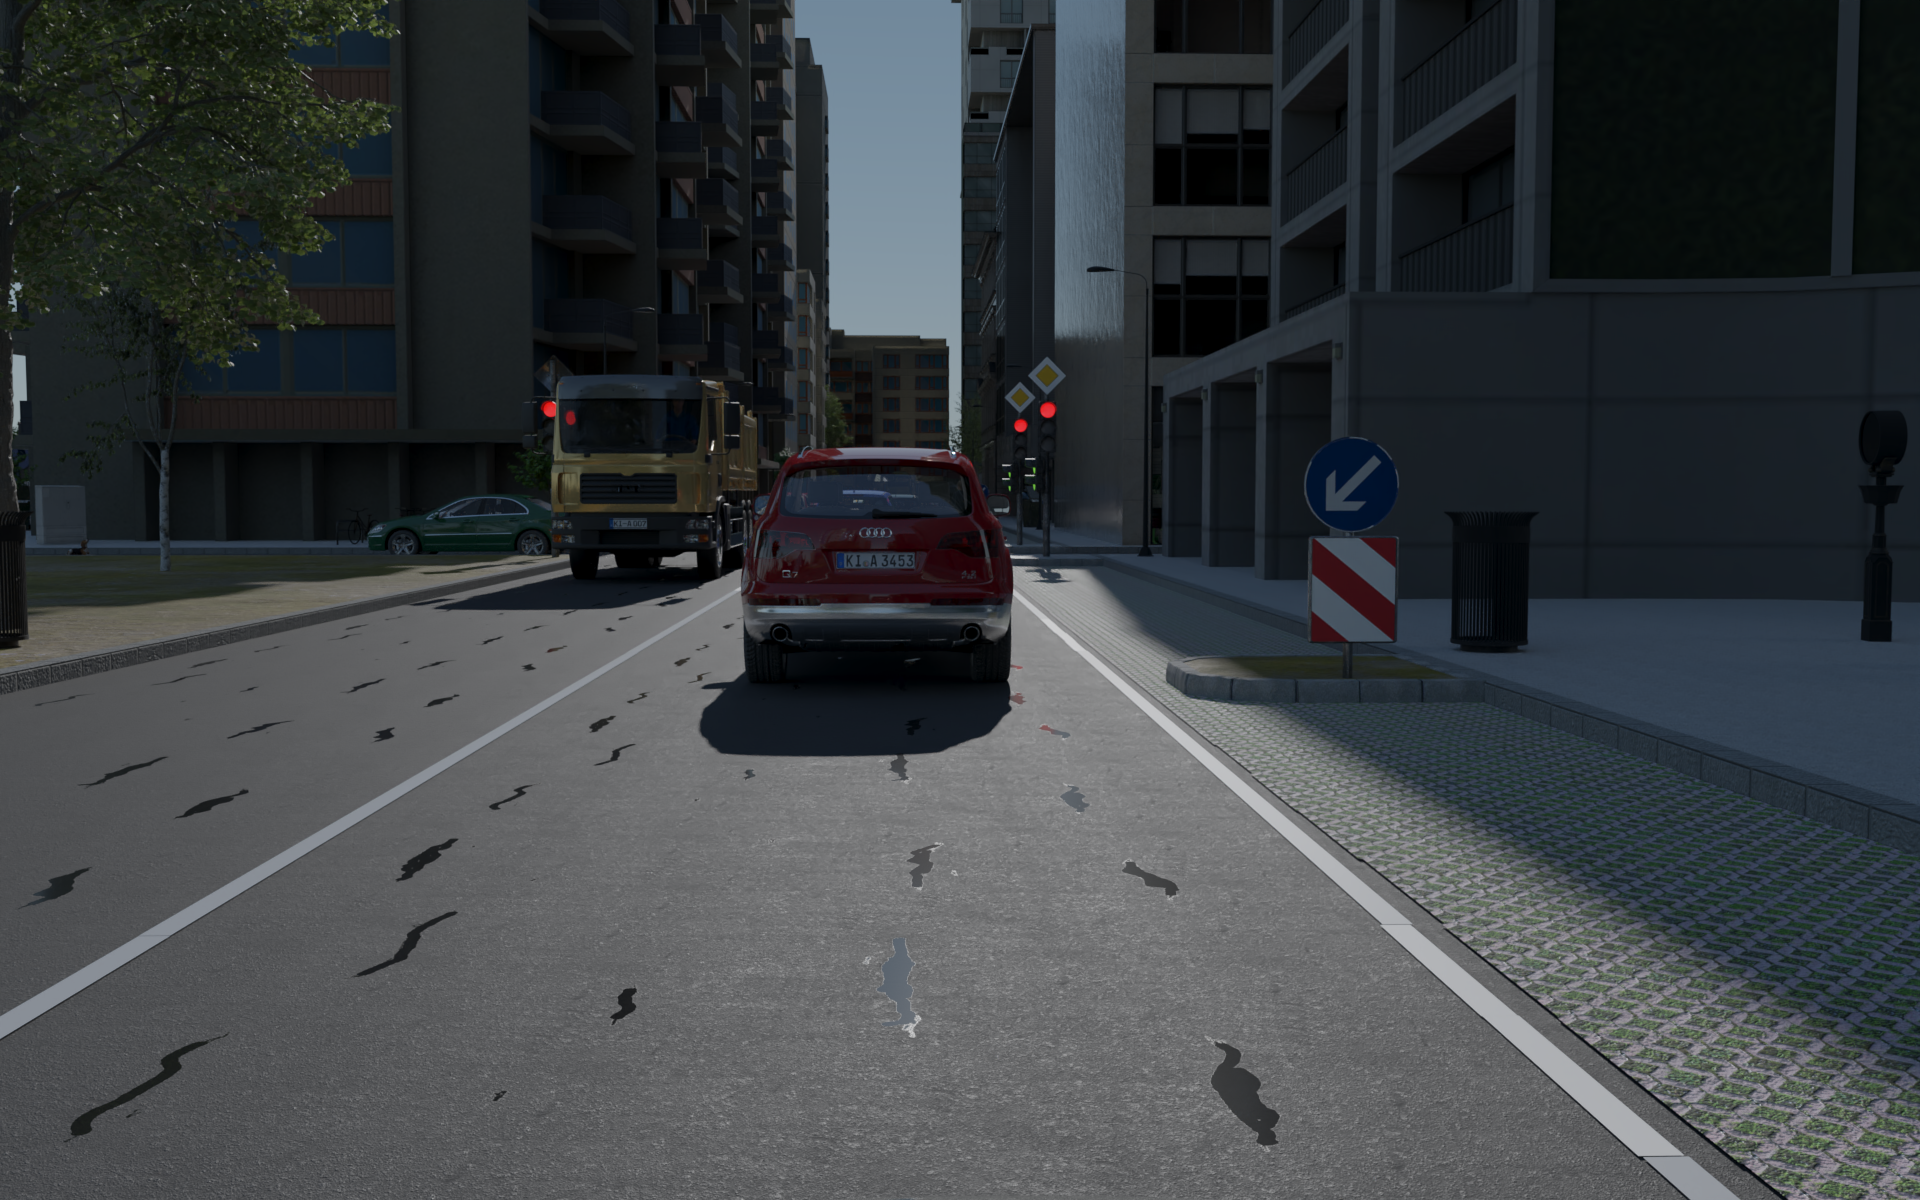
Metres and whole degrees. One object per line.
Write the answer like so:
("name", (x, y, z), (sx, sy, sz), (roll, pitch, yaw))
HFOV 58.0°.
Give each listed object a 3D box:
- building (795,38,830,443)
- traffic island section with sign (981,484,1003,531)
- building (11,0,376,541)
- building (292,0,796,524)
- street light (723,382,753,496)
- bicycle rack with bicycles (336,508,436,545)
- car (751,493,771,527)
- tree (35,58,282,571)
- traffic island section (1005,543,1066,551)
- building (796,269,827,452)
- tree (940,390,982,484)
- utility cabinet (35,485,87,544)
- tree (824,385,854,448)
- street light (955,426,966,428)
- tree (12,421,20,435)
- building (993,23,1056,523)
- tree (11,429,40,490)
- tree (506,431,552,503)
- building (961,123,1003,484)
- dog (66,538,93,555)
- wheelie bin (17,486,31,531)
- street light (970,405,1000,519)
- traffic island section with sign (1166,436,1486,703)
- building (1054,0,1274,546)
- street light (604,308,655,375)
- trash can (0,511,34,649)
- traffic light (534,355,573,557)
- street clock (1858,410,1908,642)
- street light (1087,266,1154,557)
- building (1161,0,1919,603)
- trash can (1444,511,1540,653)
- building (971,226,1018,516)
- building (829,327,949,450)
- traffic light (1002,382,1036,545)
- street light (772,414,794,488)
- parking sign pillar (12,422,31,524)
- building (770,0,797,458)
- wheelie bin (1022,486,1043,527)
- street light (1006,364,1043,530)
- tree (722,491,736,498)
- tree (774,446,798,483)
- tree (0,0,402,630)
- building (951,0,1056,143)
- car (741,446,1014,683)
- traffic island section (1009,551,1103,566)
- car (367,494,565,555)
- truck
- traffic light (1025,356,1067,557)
("building", (-24.709, -34.139, 181.874), (21.600, 48.544, 21.300), (0, 4, -2))
("traffic island section with sign", (0.673, -3.655, 68.395), (1.989, 1.847, 2.006), (0, 4, -2))
("building", (-19.261, -24.735, 59.043), (22.147, 44.769, 28.867), (0, 4, -2))
("building", (-20.789, -27.028, 96.526), (22.147, 44.769, 28.867), (0, 4, -2))
("street light", (-9.308, -6.092, 72.151), (1.470, 5.913, 1.316), (0, 4, -2))
("bicycle rack with bicycles", (-14.655, -1.911, 44.632), (2.852, 0.926, 2.925), (0, 4, 2))
("car", (-5.542, -2.802, 54.846), (2.155, 1.783, 4.494), (0, 4, 0))
("tree", (-13.391, -4.805, 28.932), (4.360, 8.622, 3.978), (0, 3, 0))
("traffic island section", (1.521, -1.299, 43.526), (2.009, 0.180, 2.903), (0, 4, -2))
("building", (-25.830, -18.479, 147.178), (27.650, 21.520, 28.899), (0, 4, -2))
("tree", (1.634, -10.792, 126.808), (4.737, 8.622, 4.395), (0, 3, 0))
("utility cabinet", (-22.848, -2.162, 44.034), (0.318, 1.500, 1.173), (2, 4, 28))
("tree", (-13.959, -15.267, 167.740), (7.486, 12.596, 7.792), (0, 3, 0))
("street light", (0.365, -8.926, 118.480), (1.470, 5.913, 1.316), (0, 4, -2))
("tree", (-40.784, -5.608, 75.410), (4.285, 4.588, 4.351), (0, 3, 0))
("building", (9.515, -16.234, 84.488), (14.314, 24.678, 30.058), (0, 4, -2))
("tree", (-24.353, -2.991, 43.508), (1.663, 3.219, 1.824), (0, 3, 0))
("tree", (-9.948, -2.895, 41.935), (1.663, 3.219, 1.824), (0, 3, 0))
("building", (7.039, -22.410, 138.111), (14.160, 30.474, 14.107), (0, 4, -2))
("dog", (-20.338, -1.214, 40.045), (0.550, 0.427, 0.748), (-3, 5, -43))
("wheelie bin", (-32.958, -3.222, 60.587), (0.980, 1.594, 0.693), (-3, 5, -43))
("street light", (1.344, -7.203, 90.311), (1.470, 5.913, 1.316), (0, 4, -2))
("traffic island section with sign", (2.576, -0.252, 12.746), (1.989, 1.847, 2.006), (0, 4, -2))
("building", (20.706, -15.167, 52.494), (34.151, 26.468, 19.350), (0, 4, -2))
("street light", (-8.298, -4.326, 43.275), (1.470, 5.913, 1.316), (0, 4, -2))
("trash can", (-8.145, -0.173, 14.479), (0.748, 1.137, 0.748), (0, 3, 0))
("traffic light", (-8.201, -2.823, 35.074), (0.839, 4.253, 0.868), (0, 4, -2))
("street clock", (7.999, -0.642, 15.061), (0.358, 2.002, 0.471), (0, 4, 6))
("street light", (3.278, -3.849, 35.469), (1.470, 5.913, 1.316), (0, 4, -2))
("building", (14.740, -35.815, 23.821), (20.563, 71.187, 20.611), (0, 4, -2))
("trash can", (4.335, -0.153, 14.163), (0.748, 1.137, 0.748), (0, 3, 0))
("building", (6.380, -14.958, 109.191), (10.561, 19.102, 19.286), (0, 4, -2))
("building", (-16.151, -22.659, 215.507), (28.899, 21.520, 27.650), (0, 4, -2))
("traffic light", (1.480, -3.333, 43.410), (0.839, 4.253, 0.868), (0, 4, -2))
("street light", (-10.315, -7.834, 100.625), (1.470, 5.913, 1.316), (0, 4, -2))
("parking sign pillar", (-34.477, -4.630, 64.165), (1.447, 3.967, 1.447), (2, 4, 27))
("building", (-19.173, -29.042, 124.954), (14.600, 45.320, 14.200), (0, 4, -2))
("wheelie bin", (2.745, -3.593, 66.657), (0.980, 1.594, 0.693), (-2, 4, -32))
("street light", (2.346, -5.481, 62.151), (1.470, 5.913, 1.316), (0, 4, -2))
("tree", (-10.646, -5.230, 80.109), (1.663, 3.219, 1.824), (0, 3, 0))
("tree", (-11.777, -8.146, 116.902), (4.285, 4.588, 4.351), (0, 3, 0))
("tree", (-8.930, -6.017, 16.502), (7.486, 12.596, 7.792), (0, 3, 0))
("building", (13.936, -34.857, 159.151), (28.713, 52.752, 27.495), (0, 4, -2))
("car", (-0.669, -0.369, 14.704), (2.281, 1.827, 5.304), (0, 4, -2))
("traffic island section", (1.795, -0.811, 35.545), (2.009, 0.180, 2.903), (0, 4, -2))
("car", (-10.673, -1.634, 38.518), (4.920, 1.459, 2.131), (0, 4, -1))
("truck", (-5.352, -2.164, 31.304), (3.469, 3.379, 9.791), (0, 4, -2))
("traffic light", (1.754, -2.845, 35.430), (0.839, 4.253, 0.868), (0, 4, -2))
